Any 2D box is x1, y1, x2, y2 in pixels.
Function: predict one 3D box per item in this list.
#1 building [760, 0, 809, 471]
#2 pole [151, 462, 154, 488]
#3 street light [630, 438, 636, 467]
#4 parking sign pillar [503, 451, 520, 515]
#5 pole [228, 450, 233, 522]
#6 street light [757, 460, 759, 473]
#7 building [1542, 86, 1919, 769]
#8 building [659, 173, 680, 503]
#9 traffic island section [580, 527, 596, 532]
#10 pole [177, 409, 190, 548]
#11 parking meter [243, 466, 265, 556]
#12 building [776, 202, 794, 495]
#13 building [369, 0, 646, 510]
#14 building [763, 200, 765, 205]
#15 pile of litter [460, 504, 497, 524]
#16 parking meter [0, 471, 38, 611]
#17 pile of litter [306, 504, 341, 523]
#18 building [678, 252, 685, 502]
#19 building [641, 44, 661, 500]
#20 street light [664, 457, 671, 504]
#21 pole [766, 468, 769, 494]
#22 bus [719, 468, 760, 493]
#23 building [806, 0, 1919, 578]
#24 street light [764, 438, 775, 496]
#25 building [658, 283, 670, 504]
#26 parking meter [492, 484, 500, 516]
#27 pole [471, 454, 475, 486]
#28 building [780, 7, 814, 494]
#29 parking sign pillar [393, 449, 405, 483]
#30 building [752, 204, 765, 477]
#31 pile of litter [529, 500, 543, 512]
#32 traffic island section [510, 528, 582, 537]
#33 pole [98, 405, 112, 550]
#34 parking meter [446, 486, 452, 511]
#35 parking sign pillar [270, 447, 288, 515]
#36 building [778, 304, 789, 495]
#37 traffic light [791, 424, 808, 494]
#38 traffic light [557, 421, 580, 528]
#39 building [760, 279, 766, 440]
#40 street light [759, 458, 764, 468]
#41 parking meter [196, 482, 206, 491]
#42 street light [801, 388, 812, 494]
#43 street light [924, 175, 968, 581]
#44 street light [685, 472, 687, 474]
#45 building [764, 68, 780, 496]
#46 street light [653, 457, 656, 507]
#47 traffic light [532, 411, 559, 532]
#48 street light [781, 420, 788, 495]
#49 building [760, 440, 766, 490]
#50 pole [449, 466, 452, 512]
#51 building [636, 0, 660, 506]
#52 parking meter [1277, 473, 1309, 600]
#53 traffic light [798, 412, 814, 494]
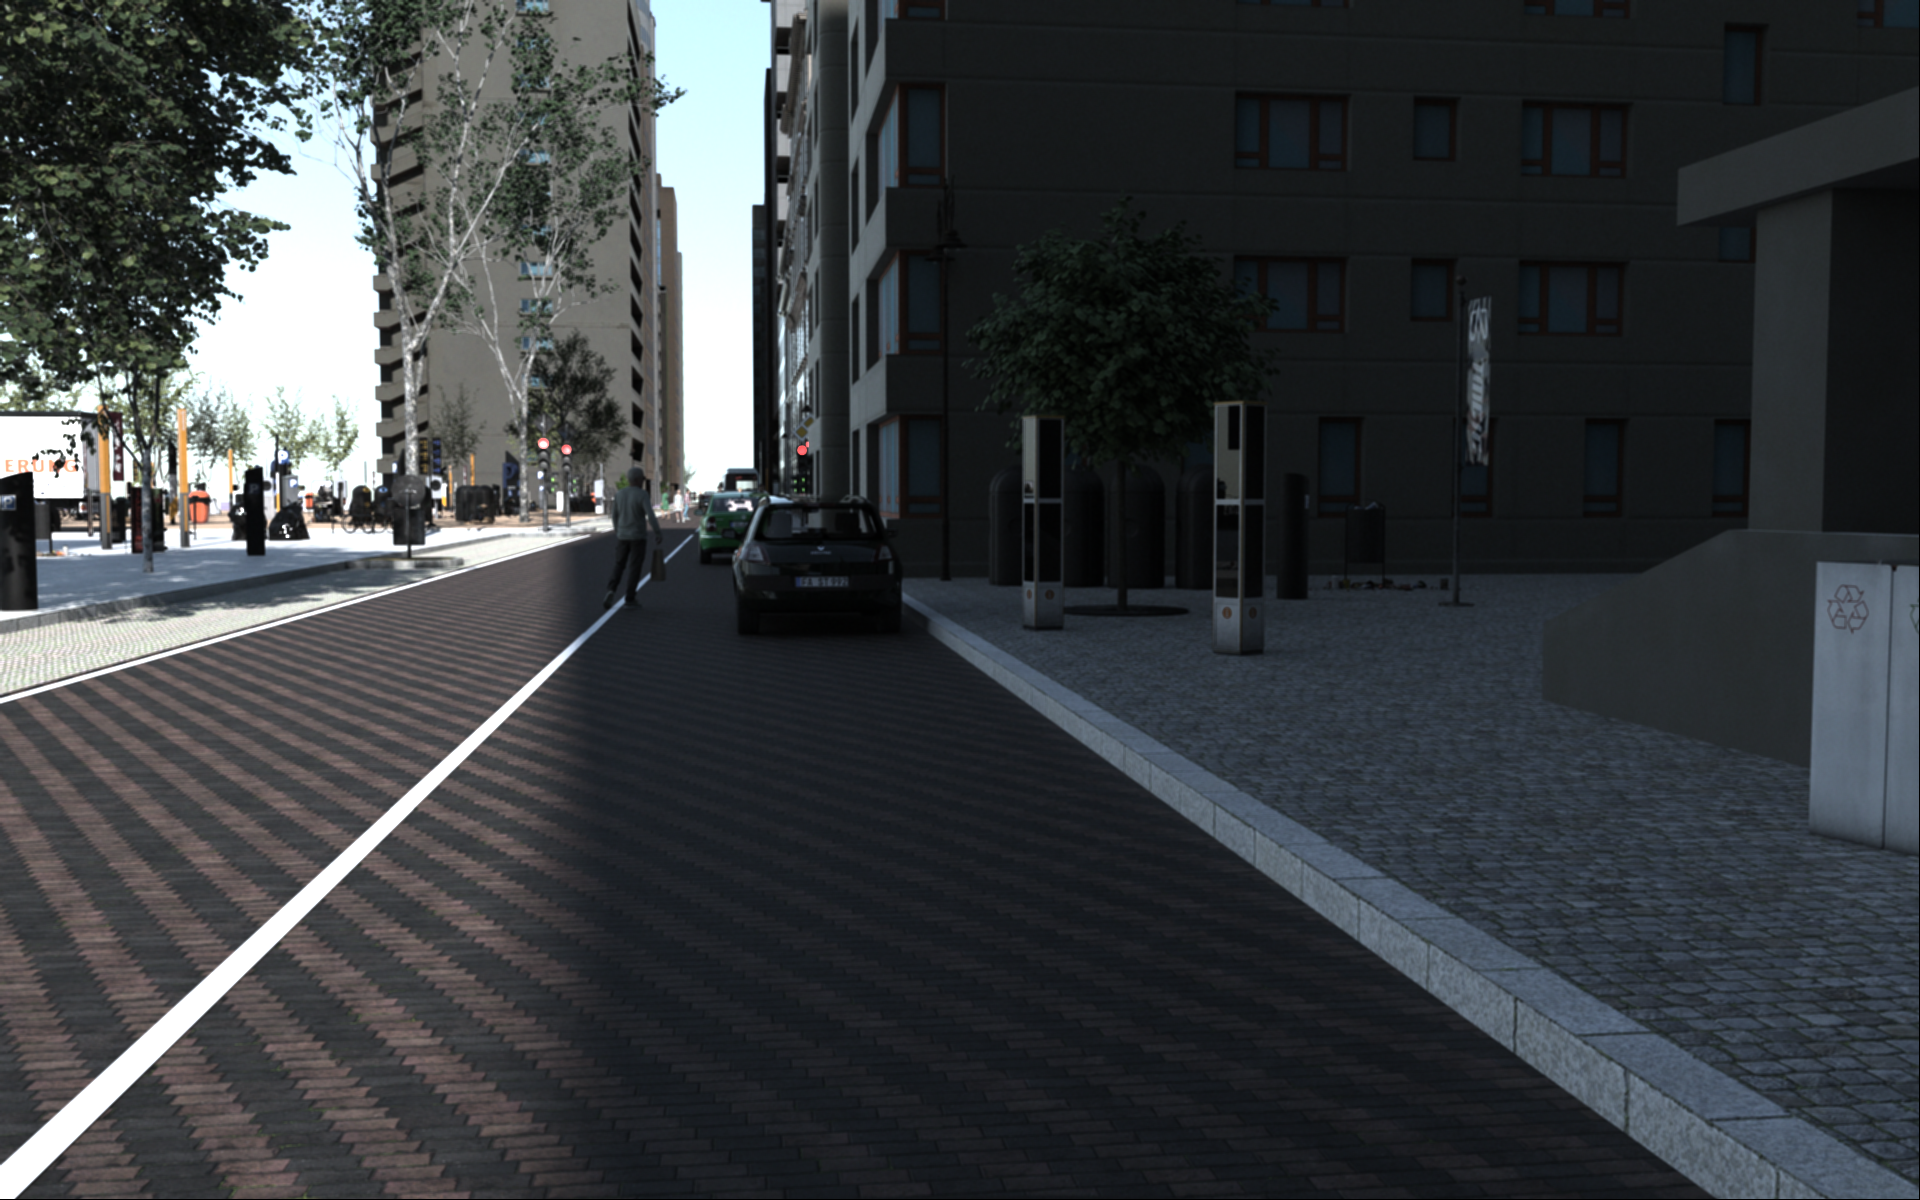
[{"bbox_3d":[-3.659,-34.924,160.240,28.713,52.752,27.495,0,4,-7],"label":"building"},{"bbox_3d":[-51.412,-7.122,110.287,0.158,3.312,0.155,0,3,0],"label":"pole"},{"bbox_3d":[-26.976,-10.403,142.879,0.468,5.910,1.993,0,4,-7],"label":"street light"},{"bbox_3d":[-27.785,-7.280,107.504,1.447,3.967,1.447,2,4,34],"label":"parking sign pillar"},{"bbox_3d":[-33.392,-5.228,79.326,0.158,3.312,0.155,0,3,0],"label":"pole"},{"bbox_3d":[-25.075,-14.960,217.381,0.468,5.910,1.993,0,4,-7],"label":"street light"},{"bbox_3d":[20.486,-19.136,4.748,32.217,40.220,23.993,0,4,-7],"label":"building"},{"bbox_3d":[-46.943,-36.363,244.649,14.600,45.320,14.200,0,4,-7],"label":"building"},{"bbox_3d":[-15.051,-2.702,66.465,2.009,0.180,2.903,0,4,-7],"label":"traffic island section"},{"bbox_3d":[-18.596,-2.913,41.469,0.158,3.312,0.155,0,3,0],"label":"pole"},{"bbox_3d":[-14.769,-1.866,36.225,0.399,1.863,0.255,-1,4,-22],"label":"parking meter"},{"bbox_3d":[-5.137,-16.674,114.415,13.314,21.916,24.055,0,4,-7],"label":"building"},{"bbox_3d":[-38.898,-32.214,150.408,21.300,48.544,21.600,0,4,-7],"label":"building"},{"bbox_3d":[-20.614,-39.838,270.966,23.786,49.044,30.456,0,4,-7],"label":"building"},{"bbox_3d":[-20.436,-3.668,73.942,1.719,0.858,1.176,1,4,16],"label":"pile of litter"},{"bbox_3d":[-10.417,-0.655,19.127,0.372,1.533,0.369,0,3,0],"label":"parking meter"},{"bbox_3d":[-28.524,-3.873,77.289,1.719,0.858,1.176,1,4,22],"label":"pile of litter"},{"bbox_3d":[-52.463,-36.673,283.196,14.154,41.232,14.086,0,4,-7],"label":"building"},{"bbox_3d":[-37.437,-31.763,169.431,14.600,45.320,14.200,0,4,-7],"label":"building"},{"bbox_3d":[-35.898,-14.581,211.184,0.468,5.910,1.993,0,4,-7],"label":"street light"},{"bbox_3d":[-15.284,-8.783,137.444,0.158,3.312,0.155,0,3,0],"label":"pole"},{"bbox_3d":[-16.383,-8.192,128.799,2.948,3.499,13.247,-1,4,-8],"label":"bus"},{"bbox_3d":[10.739,-12.039,41.875,27.650,21.520,28.899,0,4,-7],"label":"building"},{"bbox_3d":[-16.439,-10.810,149.533,0.468,5.910,1.993,0,4,-7],"label":"street light"},{"bbox_3d":[-46.077,-28.024,229.890,14.160,30.474,14.107,0,4,-7],"label":"building"},{"bbox_3d":[-27.564,-5.951,103.002,0.399,1.863,0.255,1,4,16],"label":"parking meter"},{"bbox_3d":[-24.769,-5.764,88.080,0.158,3.312,0.155,0,3,0],"label":"pole"},{"bbox_3d":[-2.734,-17.893,89.821,12.463,27.353,25.104,0,4,-7],"label":"building"},{"bbox_3d":[-33.131,-6.964,102.332,1.447,3.967,1.447,0,4,-5],"label":"parking sign pillar"},{"bbox_3d":[-22.514,-34.464,247.082,14.154,41.232,14.086,0,4,-7],"label":"building"},{"bbox_3d":[-30.733,-6.824,125.542,1.176,0.858,1.719,0,4,1],"label":"pile of litter"},{"bbox_3d":[-14.026,-2.218,58.546,2.009,0.180,2.903,0,4,-7],"label":"traffic island section"},{"bbox_3d":[-19.718,-2.819,39.933,0.158,3.312,0.155,0,3,0],"label":"pole"},{"bbox_3d":[-39.129,-7.758,132.549,0.255,1.863,0.399,1,4,21],"label":"parking meter"},{"bbox_3d":[-38.559,-6.702,98.045,1.447,3.967,1.447,0,4,4],"label":"parking sign pillar"},{"bbox_3d":[-8.635,-17.116,134.602,10.420,20.320,16.860,0,4,-7],"label":"building"},{"bbox_3d":[-6.175,-4.806,67.491,0.839,4.253,0.868,0,4,-7],"label":"traffic light"},{"bbox_3d":[-15.010,-4.735,66.335,0.839,4.253,0.868,0,4,-7],"label":"traffic light"},{"bbox_3d":[-19.861,-28.249,233.565,14.160,30.474,14.107,0,4,-7],"label":"building"},{"bbox_3d":[-20.704,-12.871,183.224,0.468,5.910,1.993,0,4,-7],"label":"street light"},{"bbox_3d":[-38.107,-4.972,87.005,0.399,1.863,0.255,1,4,13],"label":"parking meter"},{"bbox_3d":[-6.561,-6.188,73.969,0.468,5.910,1.993,0,4,-7],"label":"street light"},{"bbox_3d":[-0.214,-3.224,25.494,0.468,5.910,1.993,0,4,-7],"label":"street light"},{"bbox_3d":[-46.458,-19.624,293.638,0.468,5.910,1.993,0,4,-7],"label":"street light"},{"bbox_3d":[-13.221,-32.424,180.246,14.600,45.320,14.200,0,4,-7],"label":"building"},{"bbox_3d":[-31.290,-12.463,176.564,0.468,5.910,1.993,0,4,-7],"label":"street light"},{"bbox_3d":[-13.985,-4.250,58.416,0.839,4.253,0.868,0,4,-7],"label":"traffic light"},{"bbox_3d":[-10.937,-8.273,108.054,0.468,5.910,1.993,0,4,-7],"label":"street light"},{"bbox_3d":[-12.118,-54.386,201.876,22.319,86.520,31.000,0,4,-7],"label":"building"},{"bbox_3d":[-36.770,-8.024,125.036,0.158,3.312,0.155,0,3,0],"label":"pole"},{"bbox_3d":[-44.344,-39.601,189.480,21.231,58.520,28.212,0,4,-7],"label":"building"},{"bbox_3d":[4.072,-0.781,21.185,0.372,1.533,0.369,0,3,0],"label":"parking meter"},{"bbox_3d":[-5.149,-4.321,59.572,0.839,4.253,0.868,0,4,-7],"label":"traffic light"}]
